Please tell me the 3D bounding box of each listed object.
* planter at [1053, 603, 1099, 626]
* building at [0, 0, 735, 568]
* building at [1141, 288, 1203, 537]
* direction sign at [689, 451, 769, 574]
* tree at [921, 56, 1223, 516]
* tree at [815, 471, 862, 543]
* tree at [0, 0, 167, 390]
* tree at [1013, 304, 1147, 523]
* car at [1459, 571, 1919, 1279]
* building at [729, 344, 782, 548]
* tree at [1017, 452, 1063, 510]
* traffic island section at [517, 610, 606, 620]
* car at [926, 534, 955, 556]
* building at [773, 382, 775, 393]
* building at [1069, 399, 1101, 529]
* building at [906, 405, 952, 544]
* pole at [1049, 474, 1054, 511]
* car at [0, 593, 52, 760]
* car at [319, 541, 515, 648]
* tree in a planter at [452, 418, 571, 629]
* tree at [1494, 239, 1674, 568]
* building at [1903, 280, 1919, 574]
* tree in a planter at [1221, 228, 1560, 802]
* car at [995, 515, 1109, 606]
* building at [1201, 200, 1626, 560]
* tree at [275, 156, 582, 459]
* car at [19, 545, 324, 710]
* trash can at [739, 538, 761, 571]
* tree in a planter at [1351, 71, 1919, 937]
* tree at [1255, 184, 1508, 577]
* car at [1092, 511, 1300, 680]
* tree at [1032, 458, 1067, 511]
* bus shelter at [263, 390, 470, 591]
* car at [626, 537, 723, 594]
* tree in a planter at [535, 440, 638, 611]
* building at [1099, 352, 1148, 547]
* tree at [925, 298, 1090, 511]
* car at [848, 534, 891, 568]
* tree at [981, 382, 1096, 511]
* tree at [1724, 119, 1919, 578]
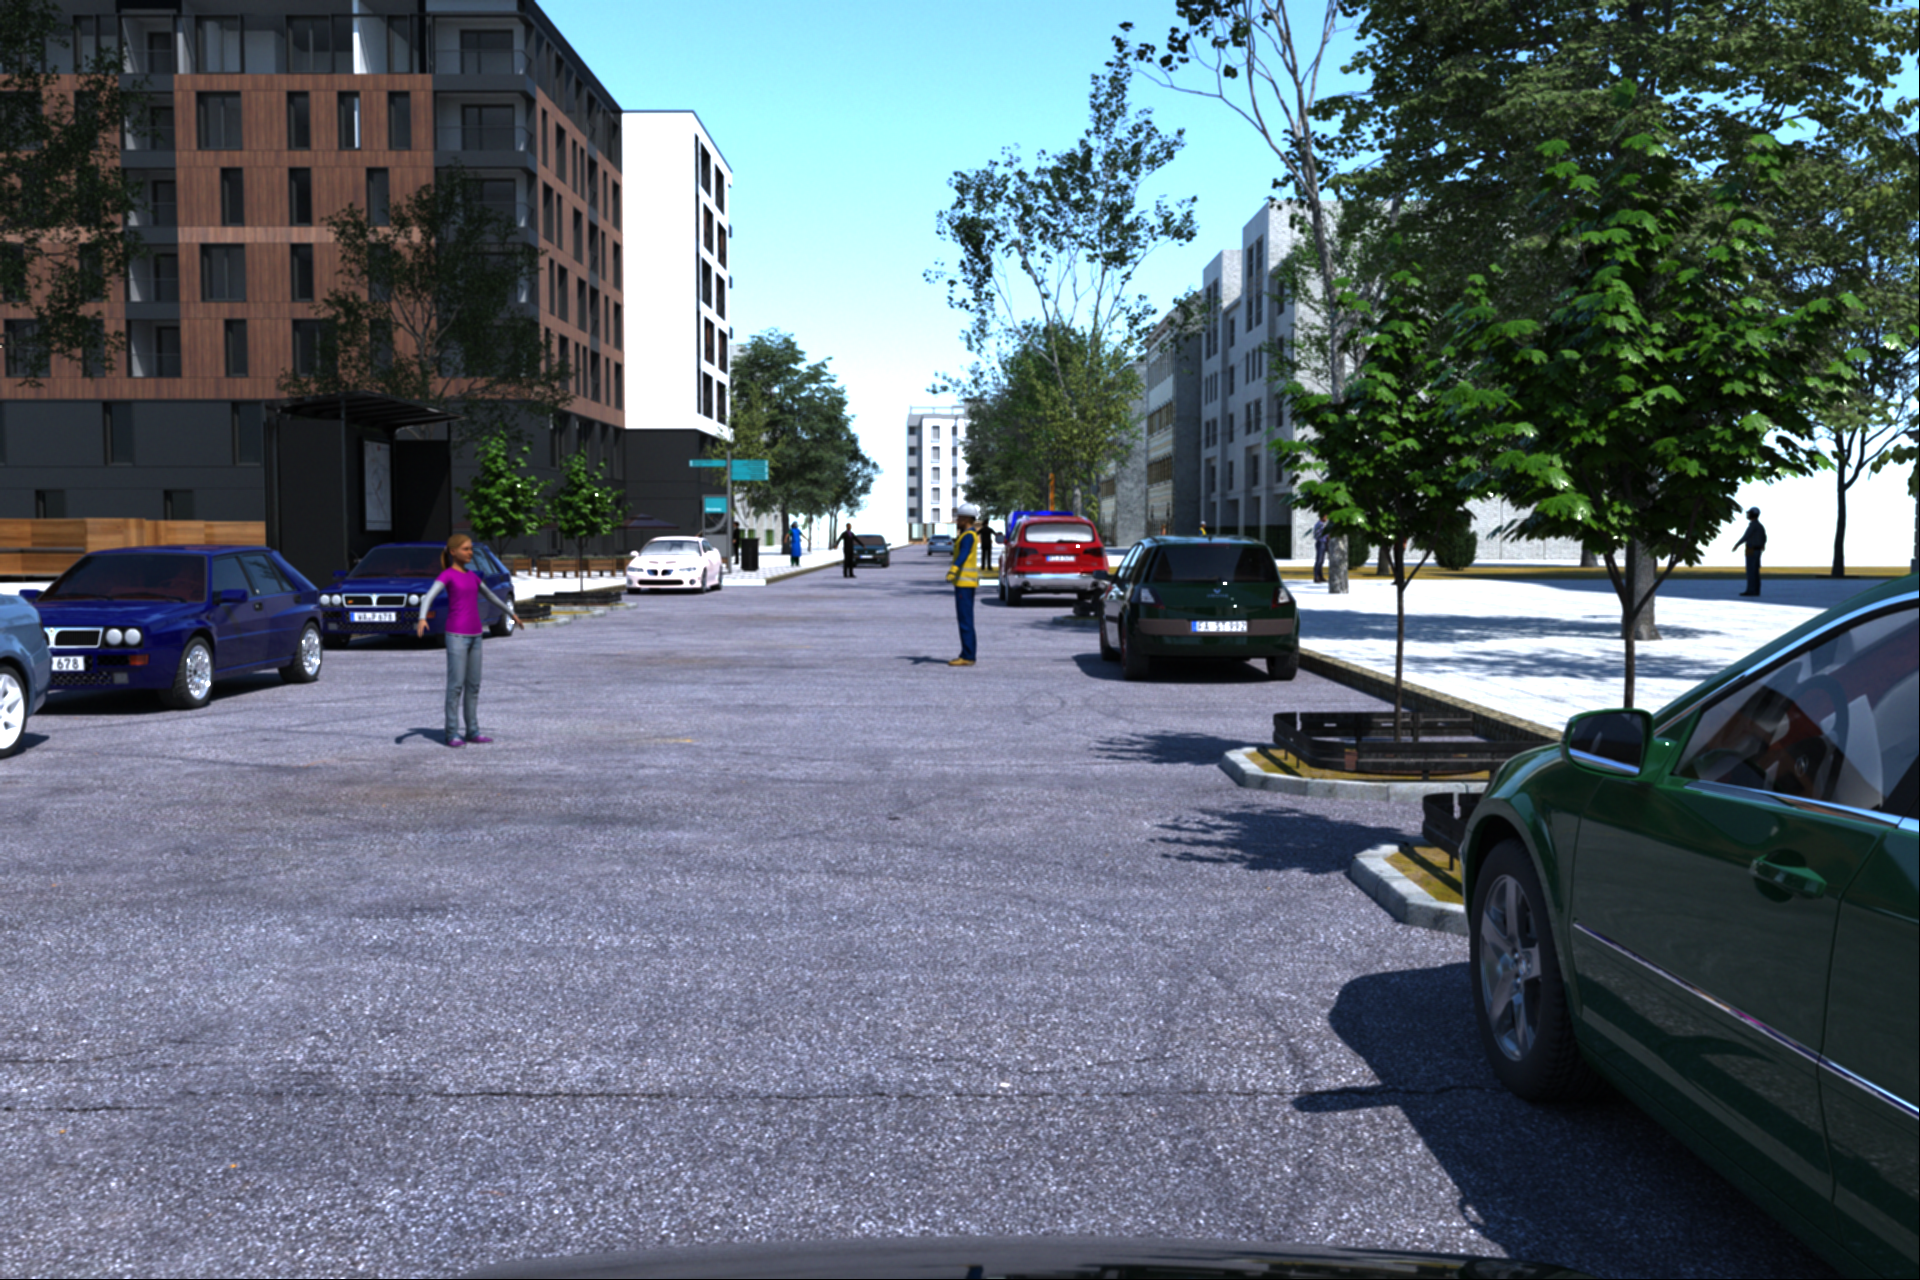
[{"bbox_3d":[2.510,-0.413,27.894,1.991,0.319,1.994,0,4,-1],"label":"planter"},{"bbox_3d":[-26.775,-14.544,81.772,27.936,21.610,32.646,0,3,0],"label":"building"},{"bbox_3d":[23.943,-18.143,127.570,19.493,23.208,18.063,0,4,0],"label":"building"},{"bbox_3d":[-7.392,-4.116,56.058,2.525,3.948,1.411,0,4,0],"label":"direction sign"},{"bbox_3d":[4.694,-13.158,71.015,12.611,20.169,13.585,0,3,0],"label":"tree"},{"bbox_3d":[-16.932,-18.677,239.786,7.601,10.594,8.767,0,4,-2],"label":"tree"},{"bbox_3d":[-13.110,-5.260,20.419,7.601,10.594,8.767,-1,4,-14],"label":"tree"},{"bbox_3d":[3.942,-6.384,54.740,4.737,8.622,4.395,0,3,0],"label":"tree"},{"bbox_3d":[2.327,0.537,3.017,2.131,1.459,4.920,0,4,-1],"label":"car"},{"bbox_3d":[-28.383,-19.010,177.266,16.747,18.905,31.486,0,4,0],"label":"building"},{"bbox_3d":[5.438,-10.733,125.841,4.737,8.622,4.395,0,3,0],"label":"tree"},{"bbox_3d":[-7.190,-0.426,29.834,1.991,0.108,1.994,0,4,0],"label":"traffic island section"},{"bbox_3d":[-1.282,-6.348,115.794,2.014,1.417,4.499,0,4,0],"label":"car"},{"bbox_3d":[-27.693,-21.163,202.434,16.016,20.090,11.380,0,4,-1],"label":"building"},{"bbox_3d":[23.559,-23.780,219.734,19.493,23.208,18.063,0,4,0],"label":"building"},{"bbox_3d":[-7.253,-23.593,244.628,11.380,20.090,16.016,0,4,-1],"label":"building"},{"bbox_3d":[3.100,-3.956,58.516,0.158,3.312,0.155,0,3,0],"label":"pole"},{"bbox_3d":[-6.934,0.139,9.732,2.014,1.417,4.499,0,3,0],"label":"car"},{"bbox_3d":[-7.145,-0.634,22.954,1.945,1.354,3.894,0,4,0],"label":"car"},{"bbox_3d":[-7.172,-1.819,26.962,1.991,3.239,1.994,0,4,-1],"label":"tree in a planter"},{"bbox_3d":[24.138,-9.765,66.313,9.857,13.997,8.962,0,3,0],"label":"tree"},{"bbox_3d":[28.506,-12.585,24.842,14.460,24.649,34.723,0,4,0],"label":"building"},{"bbox_3d":[2.598,-0.792,10.168,1.991,3.239,1.994,0,3,0],"label":"tree in a planter"},{"bbox_3d":[1.889,-1.671,35.988,2.281,1.827,5.304,0,4,-1],"label":"car"},{"bbox_3d":[24.648,-14.312,100.457,16.747,18.905,31.486,0,4,0],"label":"building"},{"bbox_3d":[-12.727,-6.584,42.060,7.601,10.594,8.767,-3,4,-37],"label":"tree"},{"bbox_3d":[-7.084,-0.170,15.361,1.945,1.354,3.894,0,4,0],"label":"car"},{"bbox_3d":[-7.251,-2.940,59.724,0.748,1.137,0.748,0,3,0],"label":"trash can"},{"bbox_3d":[2.624,-0.582,6.743,1.991,3.239,1.994,0,4,0],"label":"tree in a planter"},{"bbox_3d":[12.793,-7.729,52.120,9.928,11.665,9.643,0,3,0],"label":"tree"},{"bbox_3d":[2.450,-0.526,18.394,2.009,1.686,4.222,0,3,0],"label":"car"},{"bbox_3d":[13.415,-19.843,242.559,7.486,12.596,7.792,0,3,0],"label":"tree"},{"bbox_3d":[-10.549,-2.448,31.315,1.731,3.624,6.357,0,4,0],"label":"bus shelter"},{"bbox_3d":[-7.017,-1.866,42.872,2.083,1.381,4.827,0,4,0],"label":"car"},{"bbox_3d":[-7.243,-2.191,33.047,1.991,3.239,1.994,0,4,0],"label":"tree in a planter"},{"bbox_3d":[24.198,-21.053,175.143,19.493,23.208,18.063,0,4,0],"label":"building"},{"bbox_3d":[4.012,-17.354,139.630,12.611,20.169,13.585,0,3,0],"label":"tree"},{"bbox_3d":[-3.951,-3.979,74.837,2.009,1.686,4.222,0,4,0],"label":"car"},{"bbox_3d":[5.028,-11.920,113.022,7.486,12.596,7.792,0,3,0],"label":"tree"},{"bbox_3d":[25.966,-8.571,50.498,12.009,13.543,11.850,0,3,0],"label":"tree"}]
